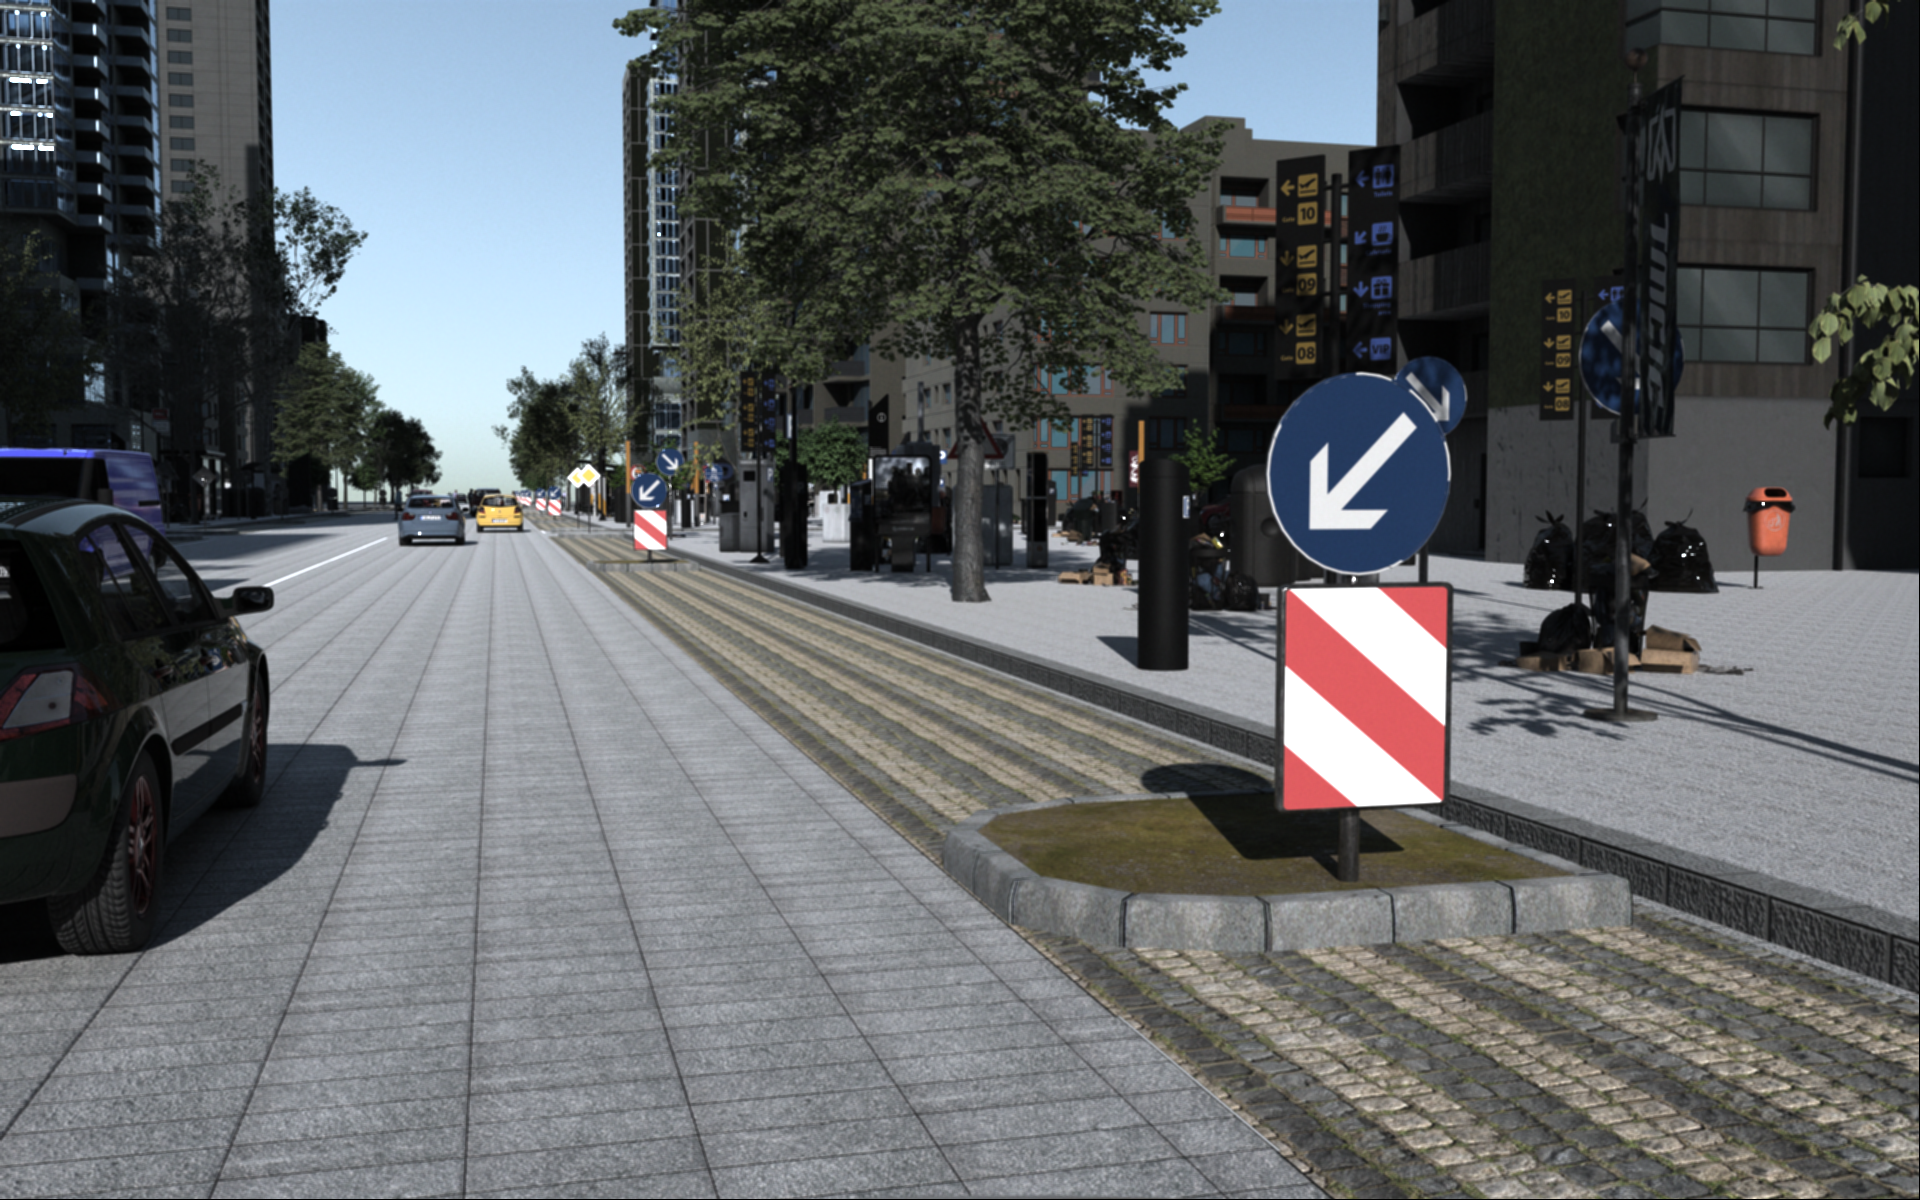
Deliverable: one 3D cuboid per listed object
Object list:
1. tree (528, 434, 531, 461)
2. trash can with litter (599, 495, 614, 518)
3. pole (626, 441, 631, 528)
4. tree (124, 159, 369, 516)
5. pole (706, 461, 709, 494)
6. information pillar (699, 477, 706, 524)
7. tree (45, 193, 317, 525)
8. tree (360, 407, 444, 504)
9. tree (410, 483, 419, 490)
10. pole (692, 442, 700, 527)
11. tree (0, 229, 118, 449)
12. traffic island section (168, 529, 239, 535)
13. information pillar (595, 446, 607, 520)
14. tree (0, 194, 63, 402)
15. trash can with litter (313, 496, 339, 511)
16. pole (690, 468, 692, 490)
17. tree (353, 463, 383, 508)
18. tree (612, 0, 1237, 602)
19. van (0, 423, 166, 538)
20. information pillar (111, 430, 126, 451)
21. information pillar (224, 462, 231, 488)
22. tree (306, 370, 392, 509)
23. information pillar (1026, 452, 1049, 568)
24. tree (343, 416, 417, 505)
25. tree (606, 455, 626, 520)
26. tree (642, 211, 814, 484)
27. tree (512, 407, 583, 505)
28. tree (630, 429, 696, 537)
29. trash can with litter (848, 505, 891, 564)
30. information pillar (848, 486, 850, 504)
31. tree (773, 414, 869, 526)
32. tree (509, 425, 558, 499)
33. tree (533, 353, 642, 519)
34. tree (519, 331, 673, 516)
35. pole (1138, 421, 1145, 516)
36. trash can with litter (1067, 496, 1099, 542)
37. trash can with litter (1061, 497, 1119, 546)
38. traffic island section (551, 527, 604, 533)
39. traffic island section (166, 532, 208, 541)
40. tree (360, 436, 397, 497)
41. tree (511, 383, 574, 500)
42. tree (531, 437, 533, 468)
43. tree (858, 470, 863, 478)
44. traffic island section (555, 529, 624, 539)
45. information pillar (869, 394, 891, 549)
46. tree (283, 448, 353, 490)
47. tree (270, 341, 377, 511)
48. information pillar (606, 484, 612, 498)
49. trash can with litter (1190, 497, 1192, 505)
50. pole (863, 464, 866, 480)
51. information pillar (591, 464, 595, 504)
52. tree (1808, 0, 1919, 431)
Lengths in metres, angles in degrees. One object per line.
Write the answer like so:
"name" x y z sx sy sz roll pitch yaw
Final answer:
"tree" -39.462 -13.257 167.107 4.737 8.622 4.395 0 3 0
"trash can with litter" -18.590 -5.140 95.103 2.233 1.210 1.678 0 4 2
"pole" -12.704 -4.432 66.313 0.158 3.312 0.155 0 3 0
"tree" -40.924 -14.890 99.337 12.611 20.169 13.585 0 3 0
"pole" -15.469 -6.868 106.128 0.158 3.312 0.155 0 3 0
"information pillar" -11.042 -4.262 74.175 0.304 2.012 0.304 0 4 -5
"tree" -32.053 -9.875 71.832 12.009 13.543 11.850 0 3 0
"tree" -74.609 -19.005 227.734 9.611 12.733 9.660 0 3 0
"tree" -88.660 -20.210 280.802 4.737 8.622 4.395 0 3 0
"pole" -10.244 -4.503 67.462 0.158 3.312 0.155 0 3 0
"tree" -25.793 -5.945 47.568 4.737 8.622 4.395 0 3 0
"traffic island section" -26.713 -2.385 61.268 2.009 0.180 2.903 -1 4 -15
"information pillar" -17.494 -5.708 84.682 0.183 3.616 0.504 2 4 26
"tree" -23.943 -5.603 41.964 4.360 8.622 3.978 0 3 0
"trash can with litter" -48.129 -7.341 131.079 2.233 1.210 1.678 0 4 -4
"pole" -16.159 -6.766 104.467 0.158 3.312 0.155 0 3 0
"tree" -56.447 -11.051 164.390 4.285 4.588 4.351 0 3 0
"tree" -0.283 -6.246 20.251 7.486 12.596 7.792 0 3 0
"van" -11.981 -1.125 22.781 2.240 2.365 5.245 -1 4 -14
"information pillar" -30.877 -4.418 63.581 0.504 3.616 0.183 0 4 -3
"information pillar" -53.050 -8.204 125.482 0.504 3.616 0.183 1 4 13
"tree" -51.312 -13.385 144.603 9.928 11.665 9.643 0 3 0
"information pillar" 1.343 -1.566 30.091 0.304 2.012 0.304 -1 4 -16
"tree" -65.429 -15.866 193.823 7.601 10.594 8.767 3 5 45
"tree" -16.849 -5.603 86.212 1.663 3.219 1.824 0 3 0
"tree" -5.405 -5.629 42.402 4.737 8.622 4.395 0 3 0
"tree" -46.190 -16.452 194.742 9.928 11.665 9.643 0 3 0
"tree" -8.646 -3.501 51.847 1.663 3.219 1.824 0 3 0
"trash can with litter" -1.478 -1.250 31.819 1.055 1.170 0.624 -2 4 -34
"information pillar" -5.044 -5.340 78.661 0.183 3.616 0.504 0 4 -1
"tree" -4.904 -5.215 68.980 4.285 4.588 4.351 0 3 0
"tree" -67.660 -22.594 276.069 9.857 13.997 8.962 0 3 0
"tree" -18.952 -8.584 90.704 4.737 8.622 4.395 0 3 0
"tree" -21.040 -10.111 99.735 8.767 10.594 7.601 -1 4 -19
"pole" 5.039 -3.320 48.127 0.158 3.312 0.155 0 3 0
"trash can with litter" 3.292 -2.161 46.718 0.624 1.170 1.055 2 4 24
"trash can with litter" 3.537 -1.983 43.480 1.678 1.210 2.233 -3 5 -44
"traffic island section" -14.208 -2.588 64.593 2.009 0.180 2.903 -1 4 -15
"traffic island section" -24.651 -1.913 53.553 2.009 0.180 2.903 -1 4 -15
"tree" -67.756 -15.367 201.620 4.360 8.622 3.978 0 3 0
"tree" -42.128 -15.854 177.337 7.486 12.596 7.792 0 3 0
"tree" -32.973 -11.937 145.536 4.737 8.622 4.395 0 3 0
"tree" -6.287 -6.862 106.797 1.663 3.219 1.824 0 3 0
"traffic island section" -12.145 -2.116 56.878 2.009 0.180 2.903 -1 4 -15
"information pillar" -1.887 -3.007 40.525 0.504 3.616 0.183 1 4 17
"tree" -45.790 -8.418 121.344 4.285 4.588 4.351 0 3 0
"tree" -47.243 -12.877 128.663 7.486 12.596 7.792 0 3 0
"information pillar" -24.399 -7.096 120.512 0.304 2.012 0.304 1 4 12
"trash can with litter" 9.614 -3.799 73.495 0.624 1.170 1.055 -2 4 -25
"pole" -5.810 -6.828 105.481 0.158 3.312 0.155 0 3 0
"information pillar" -24.729 -7.687 117.041 0.504 3.616 0.183 -3 5 -44
"tree" 4.431 -3.411 6.136 4.737 8.622 4.395 0 3 0
